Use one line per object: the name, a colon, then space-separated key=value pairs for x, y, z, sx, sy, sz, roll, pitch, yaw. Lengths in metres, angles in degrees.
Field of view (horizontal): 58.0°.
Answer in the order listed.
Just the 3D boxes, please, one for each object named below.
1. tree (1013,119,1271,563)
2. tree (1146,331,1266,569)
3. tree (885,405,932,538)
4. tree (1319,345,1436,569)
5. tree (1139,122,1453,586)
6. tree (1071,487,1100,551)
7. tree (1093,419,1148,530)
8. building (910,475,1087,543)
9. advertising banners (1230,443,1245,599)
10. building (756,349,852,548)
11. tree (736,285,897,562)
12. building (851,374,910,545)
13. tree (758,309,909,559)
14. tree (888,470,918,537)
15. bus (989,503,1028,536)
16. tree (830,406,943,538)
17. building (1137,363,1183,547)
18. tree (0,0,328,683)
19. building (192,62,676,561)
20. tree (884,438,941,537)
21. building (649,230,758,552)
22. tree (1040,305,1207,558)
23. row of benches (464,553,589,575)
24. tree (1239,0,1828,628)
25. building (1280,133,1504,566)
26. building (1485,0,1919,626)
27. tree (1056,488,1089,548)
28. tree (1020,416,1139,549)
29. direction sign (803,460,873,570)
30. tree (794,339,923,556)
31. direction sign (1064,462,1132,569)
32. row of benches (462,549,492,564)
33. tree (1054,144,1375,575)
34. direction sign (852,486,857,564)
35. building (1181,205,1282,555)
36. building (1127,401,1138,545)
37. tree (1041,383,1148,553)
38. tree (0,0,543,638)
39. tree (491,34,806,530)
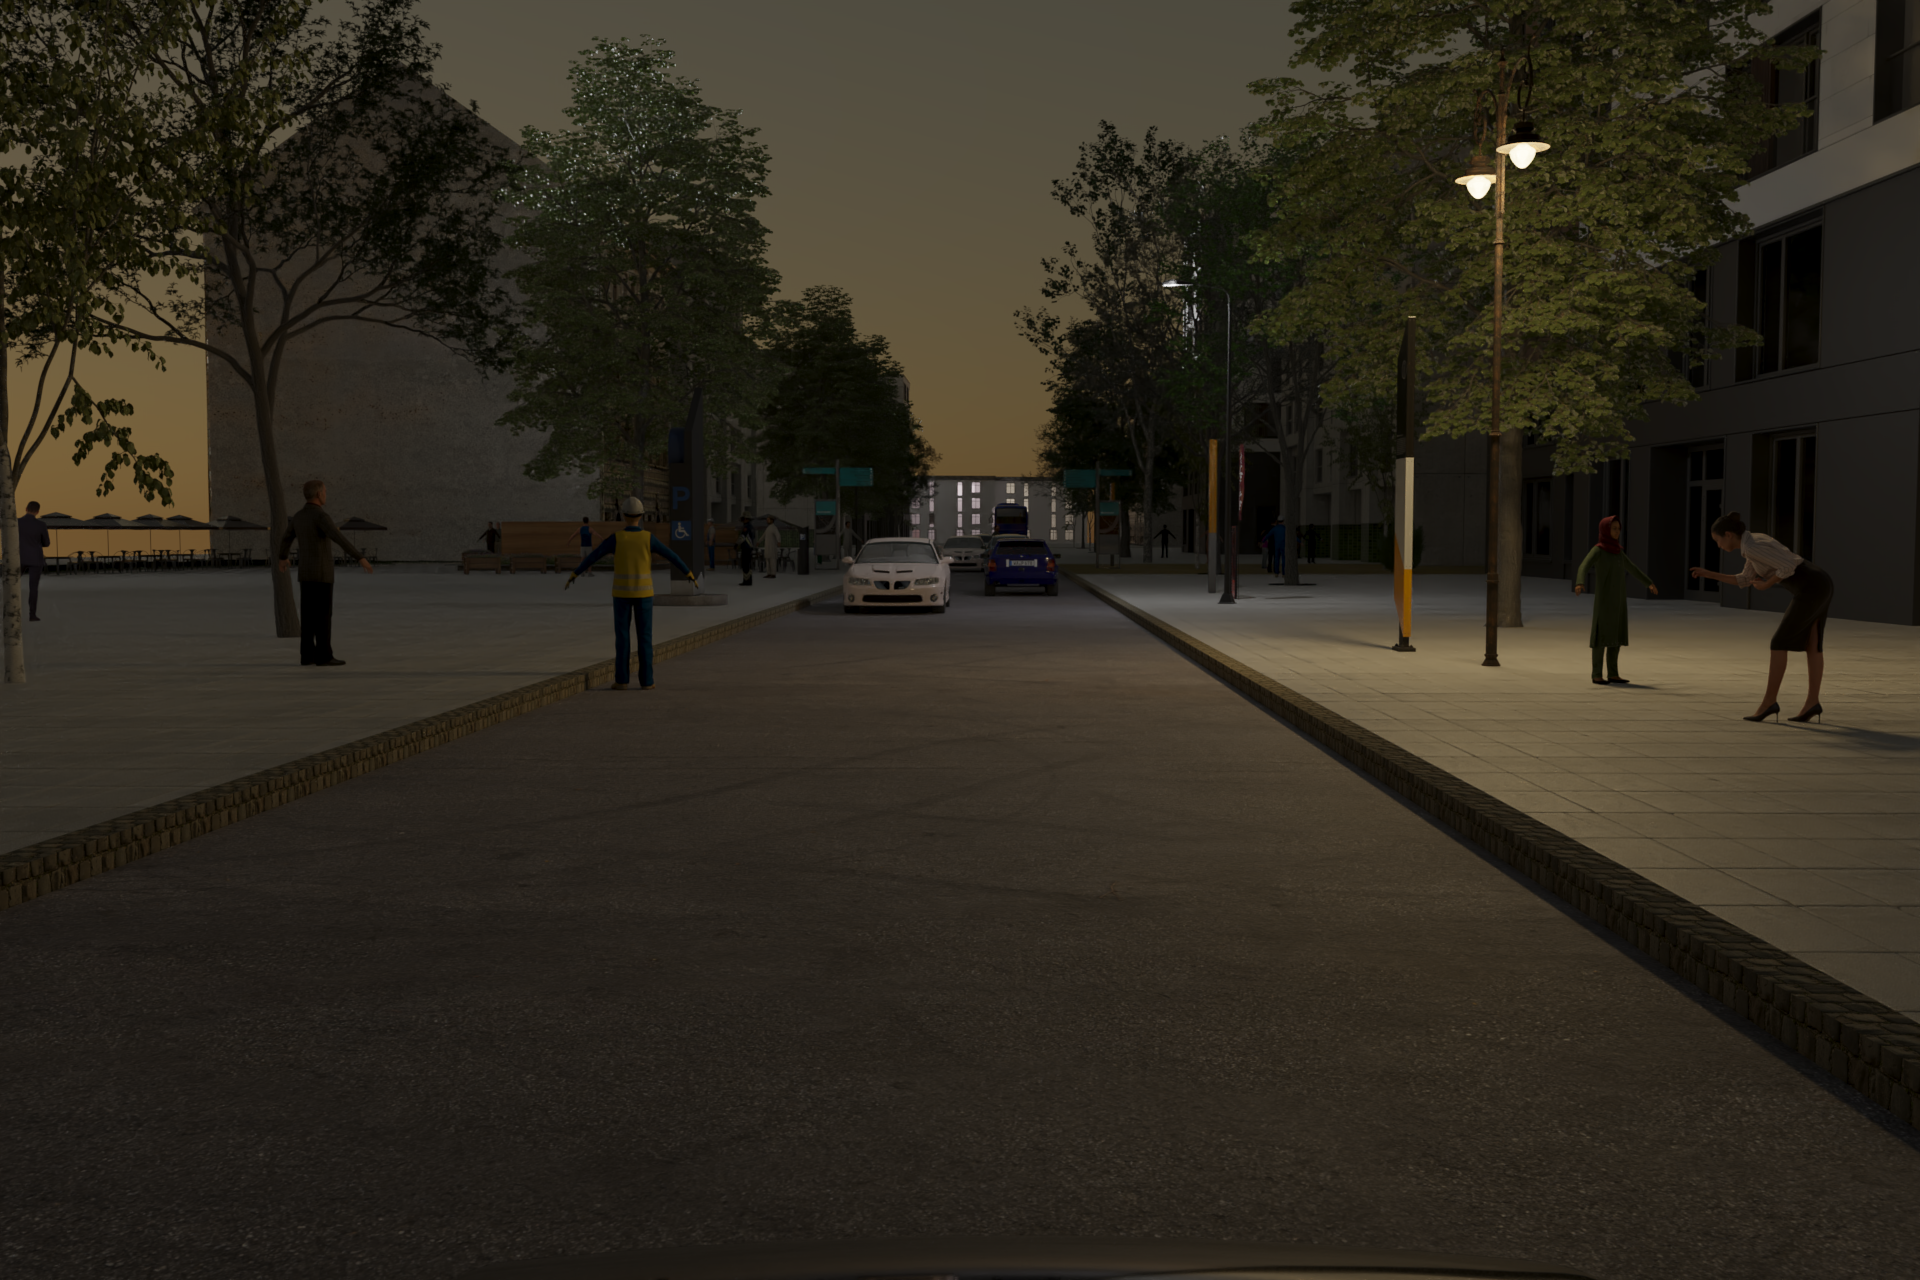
tree: x=8.536 y=-13.608 z=78.372 sx=12.611 sy=20.169 sz=13.585 roll=0 pitch=3 yaw=0
tree: x=8.956 y=-6.910 z=63.335 sx=4.737 sy=8.622 sz=4.395 roll=0 pitch=3 yaw=0
tree: x=-5.623 y=-12.610 z=131.922 sx=9.928 sy=11.665 sz=9.643 roll=0 pitch=3 yaw=0
tree: x=15.269 y=-6.877 z=62.809 sx=4.737 sy=8.622 sz=4.395 roll=0 pitch=3 yaw=0
tree: x=8.322 y=-7.177 z=43.105 sx=9.928 sy=11.665 sz=9.643 roll=0 pitch=3 yaw=0
tree: x=9.816 y=-10.994 z=130.114 sx=4.360 sy=8.622 sz=3.978 roll=0 pitch=3 yaw=0
tree: x=9.279 y=-9.581 z=107.009 sx=4.360 sy=8.622 sz=3.978 roll=0 pitch=3 yaw=0
building: x=4.501 y=-18.627 z=249.157 sx=28.070 sy=9.664 sz=9.099 roll=0 pitch=4 yaw=-6
advertising banners: x=5.441 y=-2.330 z=34.282 sx=0.090 sy=3.025 sz=2.074 roll=0 pitch=4 yaw=1
building: x=-21.244 y=-19.284 z=181.743 sx=16.747 sy=18.905 sz=31.486 roll=0 pitch=4 yaw=2
tree: x=-6.600 y=-9.873 z=79.549 sx=7.486 sy=12.596 sz=7.792 roll=0 pitch=3 yaw=0
building: x=-21.205 y=-22.970 z=219.531 sx=27.936 sy=21.610 sz=32.646 roll=0 pitch=4 yaw=2
tree: x=-6.410 y=-10.413 z=88.382 sx=7.486 sy=12.596 sz=7.792 roll=0 pitch=3 yaw=0
tree: x=-5.311 y=-12.320 z=151.792 sx=4.737 sy=8.622 sz=4.395 roll=0 pitch=3 yaw=0
bus: x=3.811 y=-8.808 z=135.563 sx=2.896 sy=3.916 sz=12.251 roll=0 pitch=3 yaw=0
tree: x=-5.547 y=-11.498 z=122.399 sx=8.767 sy=10.594 sz=7.601 roll=0 pitch=4 yaw=-7
building: x=28.549 y=-21.425 z=181.227 sx=19.493 sy=23.208 sz=18.063 roll=0 pitch=4 yaw=2
tree: x=-7.921 y=-3.931 z=14.639 sx=4.737 sy=8.622 sz=4.395 roll=0 pitch=3 yaw=0
building: x=-25.919 y=-15.831 z=89.768 sx=19.493 sy=23.208 sz=18.063 roll=0 pitch=4 yaw=1
tree: x=-5.062 y=-12.748 z=142.837 sx=7.601 sy=10.594 sz=8.767 roll=-1 pitch=4 yaw=-23
building: x=-24.089 y=-15.316 z=116.878 sx=16.747 sy=18.905 sz=31.486 roll=0 pitch=4 yaw=1
tree: x=9.018 y=-11.495 z=94.595 sx=9.857 sy=13.997 sz=8.962 roll=0 pitch=3 yaw=0
row of benches: x=-13.983 y=-2.461 z=55.702 sx=4.104 sy=0.672 sz=1.422 roll=-2 pitch=4 yaw=-24
tree: x=7.646 y=-6.476 z=24.014 sx=7.486 sy=12.596 sz=7.792 roll=0 pitch=3 yaw=0
building: x=26.808 y=-13.376 z=85.152 sx=16.747 sy=18.905 sz=31.486 roll=0 pitch=4 yaw=1
building: x=27.409 y=-11.959 z=39.509 sx=27.936 sy=21.610 sz=32.646 roll=0 pitch=4 yaw=1
tree: x=10.765 y=-12.914 z=161.507 sx=4.737 sy=8.622 sz=4.395 roll=0 pitch=3 yaw=0
tree: x=10.777 y=-14.700 z=150.710 sx=12.009 sy=13.543 sz=11.850 roll=0 pitch=3 yaw=0
direction sign: x=-4.351 y=-4.520 z=62.656 sx=2.525 sy=3.948 sz=1.411 roll=0 pitch=4 yaw=3
tree: x=-6.035 y=-11.213 z=101.467 sx=7.486 sy=12.596 sz=7.792 roll=0 pitch=3 yaw=0
direction sign: x=5.090 y=-4.574 z=63.548 sx=2.525 sy=3.948 sz=1.411 roll=0 pitch=3 yaw=0
row of benches: x=-19.721 y=-3.380 z=70.724 sx=1.422 sy=0.672 sz=4.104 roll=0 pitch=4 yaw=-7
tree: x=8.070 y=-8.820 z=54.583 sx=12.009 sy=13.543 sz=11.850 roll=0 pitch=3 yaw=0
direction sign: x=-4.481 y=-5.064 z=74.797 sx=0.379 sy=3.537 sz=0.876 roll=0 pitch=4 yaw=1
building: x=29.591 y=-17.100 z=123.566 sx=27.936 sy=21.610 sz=32.646 roll=0 pitch=4 yaw=1
building: x=29.527 y=-22.798 z=203.672 sx=19.493 sy=23.208 sz=18.063 roll=0 pitch=4 yaw=2
tree: x=9.252 y=-11.802 z=118.722 sx=9.928 sy=11.665 sz=9.643 roll=0 pitch=3 yaw=0
tree: x=-8.687 y=-5.314 z=21.299 sx=7.601 sy=10.594 sz=8.767 roll=0 pitch=4 yaw=8
tree: x=-7.172 y=-7.460 z=40.097 sx=7.486 sy=12.596 sz=7.792 roll=0 pitch=3 yaw=0
